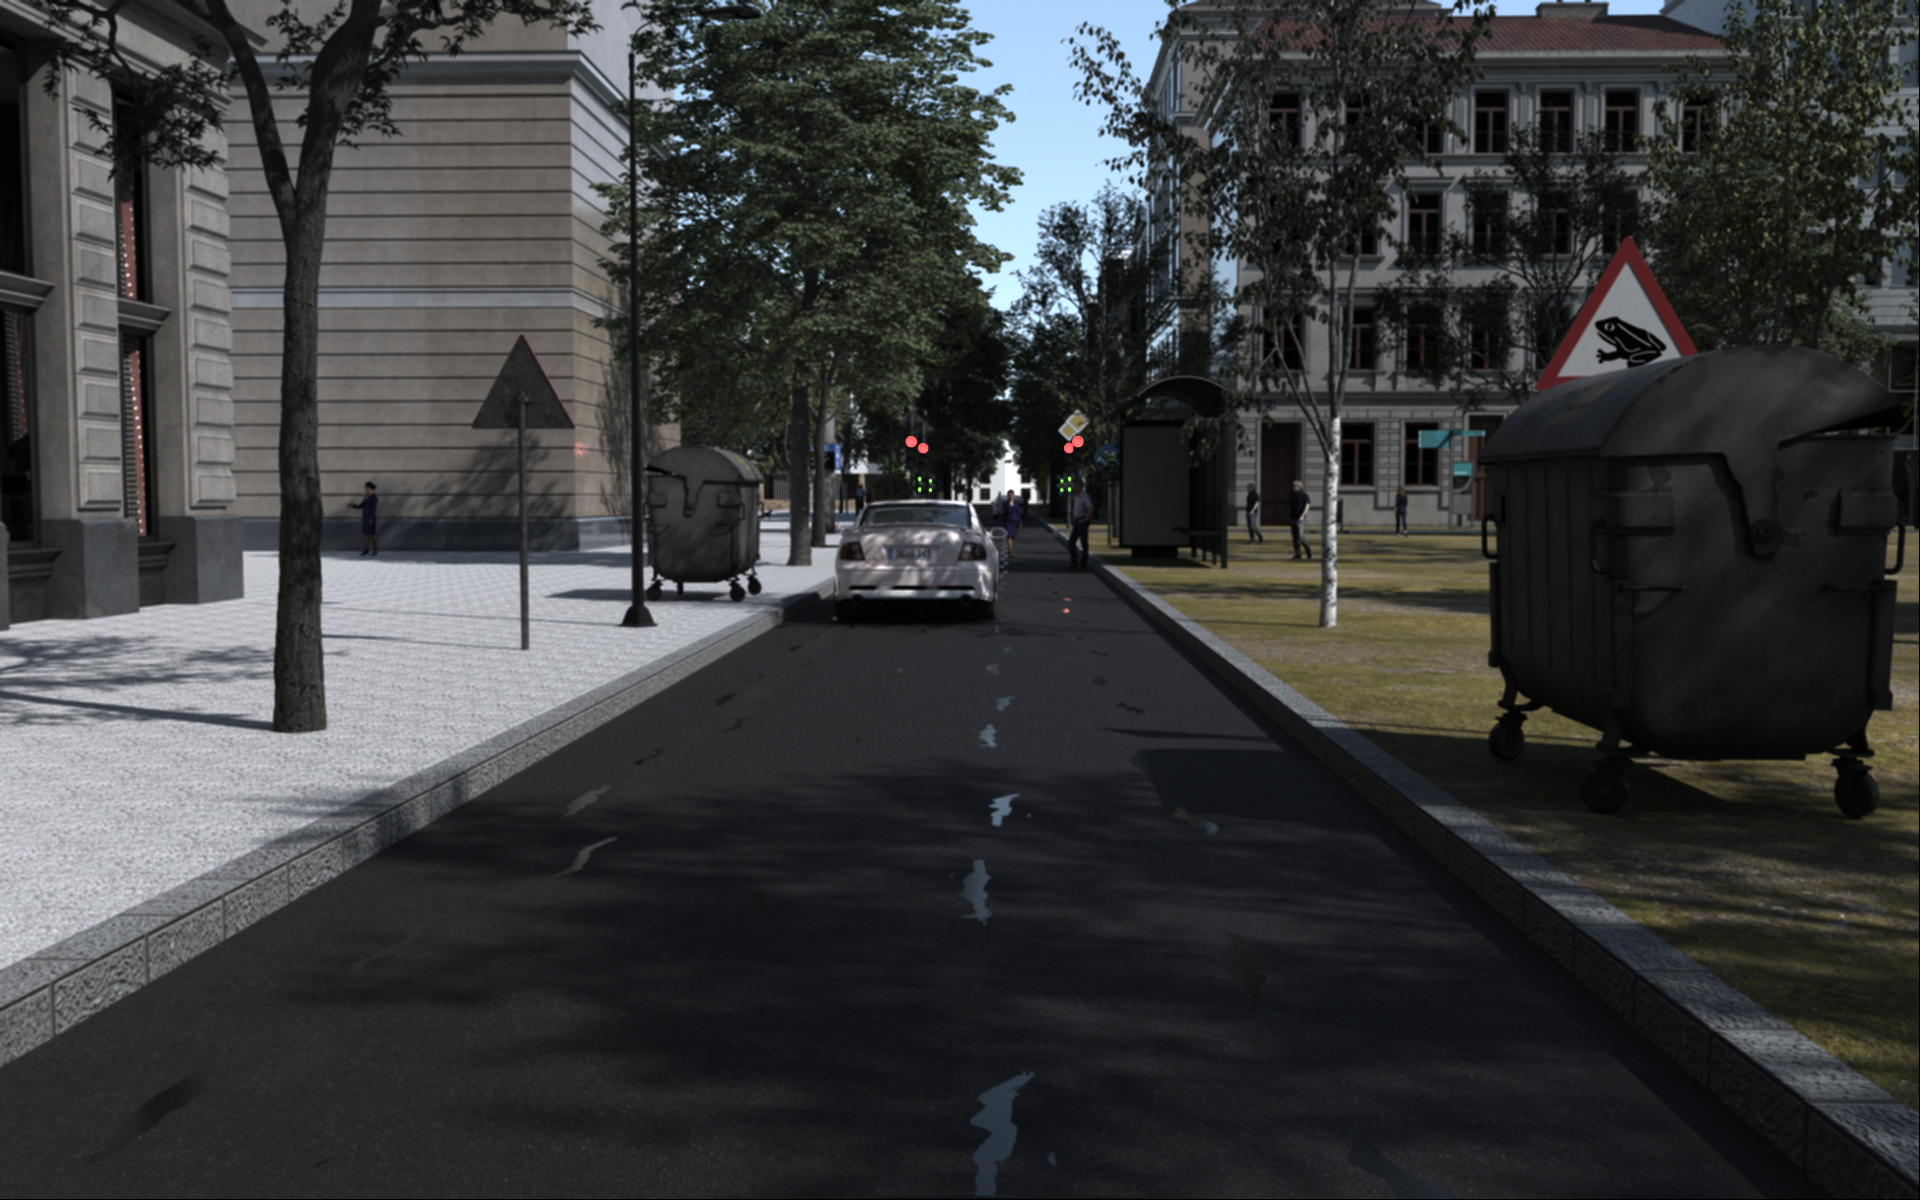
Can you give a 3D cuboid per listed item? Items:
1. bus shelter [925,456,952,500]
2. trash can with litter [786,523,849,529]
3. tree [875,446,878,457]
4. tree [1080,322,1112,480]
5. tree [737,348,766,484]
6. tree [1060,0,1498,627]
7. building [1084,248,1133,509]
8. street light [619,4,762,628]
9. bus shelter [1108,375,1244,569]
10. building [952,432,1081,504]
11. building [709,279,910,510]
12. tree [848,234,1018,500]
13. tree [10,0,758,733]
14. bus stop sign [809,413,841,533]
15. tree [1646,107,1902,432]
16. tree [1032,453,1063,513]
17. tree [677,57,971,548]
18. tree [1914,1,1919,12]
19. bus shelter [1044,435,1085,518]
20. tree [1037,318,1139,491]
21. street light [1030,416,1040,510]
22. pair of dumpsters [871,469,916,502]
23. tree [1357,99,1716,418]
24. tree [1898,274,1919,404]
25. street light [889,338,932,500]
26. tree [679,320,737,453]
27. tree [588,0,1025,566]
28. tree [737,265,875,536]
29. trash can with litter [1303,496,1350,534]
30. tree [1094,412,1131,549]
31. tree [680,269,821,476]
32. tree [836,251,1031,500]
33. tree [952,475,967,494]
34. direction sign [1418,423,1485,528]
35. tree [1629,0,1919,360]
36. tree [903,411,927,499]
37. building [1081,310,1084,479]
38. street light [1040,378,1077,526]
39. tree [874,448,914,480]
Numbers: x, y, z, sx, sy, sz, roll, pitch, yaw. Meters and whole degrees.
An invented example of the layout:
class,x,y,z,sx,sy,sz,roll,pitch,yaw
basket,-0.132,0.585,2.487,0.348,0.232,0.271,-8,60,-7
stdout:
class,x,y,z,sx,sy,sz,roll,pitch,yaw
bus shelter,-1.110,-6.999,105.721,1.731,3.624,6.357,0,4,2
trash can with litter,-5.363,-3.286,64.782,2.233,1.210,1.678,0,4,7
tree,-6.752,-9.560,106.669,4.737,8.622,4.395,0,3,0
tree,6.007,-11.673,108.975,7.486,12.596,7.792,0,3,0
tree,-10.879,-7.993,81.054,4.360,8.622,3.978,0,3,0
tree,3.408,-4.056,16.673,4.360,8.622,3.978,0,3,0
building,26.470,-19.331,160.044,27.936,21.610,32.646,0,4,2
street light,-2.583,-2.695,16.610,1.470,5.913,1.316,0,4,2
bus shelter,3.907,-2.341,32.197,2.014,3.302,5.546,0,4,2
building,6.178,-17.797,233.135,28.070,9.664,9.099,0,4,2
building,-12.316,-17.748,146.593,16.016,20.091,11.380,0,4,2
tree,-1.024,-10.509,79.252,7.806,13.903,7.818,0,3,0
tree,-3.604,-4.548,8.765,8.767,10.594,7.601,0,4,-2
bus stop sign,-4.401,-4.133,56.589,0.837,3.901,0.837,1,4,10
tree,23.351,-8.120,50.889,7.486,12.596,7.792,0,3,0
tree,6.327,-8.294,119.322,4.285,4.588,4.351,0,3,0
tree,-3.285,-7.069,41.330,9.928,11.665,9.643,0,3,0
tree,22.389,-10.536,28.149,12.611,20.169,13.585,0,3,0
bus shelter,5.812,-7.321,97.325,2.179,5.291,8.768,0,4,2
tree,5.340,-7.414,71.582,4.737,8.622,4.395,0,3,0
street light,4.971,-8.002,103.382,1.470,5.913,1.316,0,4,2
pair of dumpsters,-2.557,-3.908,66.392,1.574,2.255,4.436,0,4,1
tree,13.766,-6.586,42.088,8.767,10.594,7.601,1,4,22
tree,26.045,-5.700,43.553,4.360,8.622,3.978,0,3,0
street light,-1.533,-4.823,51.402,1.470,5.913,1.316,0,4,2
tree,-11.400,-7.169,67.580,4.360,8.622,3.978,0,3,0
tree,-2.439,-6.881,30.626,7.486,12.596,7.792,0,3,0
tree,-5.144,-6.266,52.815,4.737,8.622,4.395,0,3,0
trash can with litter,11.790,-2.774,56.406,2.233,1.210,1.678,-1,4,-9
tree,3.925,-2.837,40.984,1.663,3.219,1.824,0,3,0
tree,-11.718,-11.439,93.683,9.857,13.997,8.962,0,3,0
tree,-1.234,-11.228,90.233,9.857,13.997,8.962,0,3,0
tree,-0.004,-10.813,171.399,1.663,3.219,1.824,0,3,0
direction sign,18.378,-4.612,64.162,2.525,3.948,1.411,0,4,-3
tree,9.305,-4.214,19.259,4.737,8.622,4.395,0,3,0
tree,-3.165,-11.221,133.826,4.360,8.622,3.978,0,3,0
building,27.388,-21.363,193.261,27.936,21.610,32.646,0,4,2
street light,4.038,-5.874,68.586,1.470,5.913,1.316,0,4,2
tree,-2.878,-4.716,71.716,1.663,3.219,1.824,0,3,0
